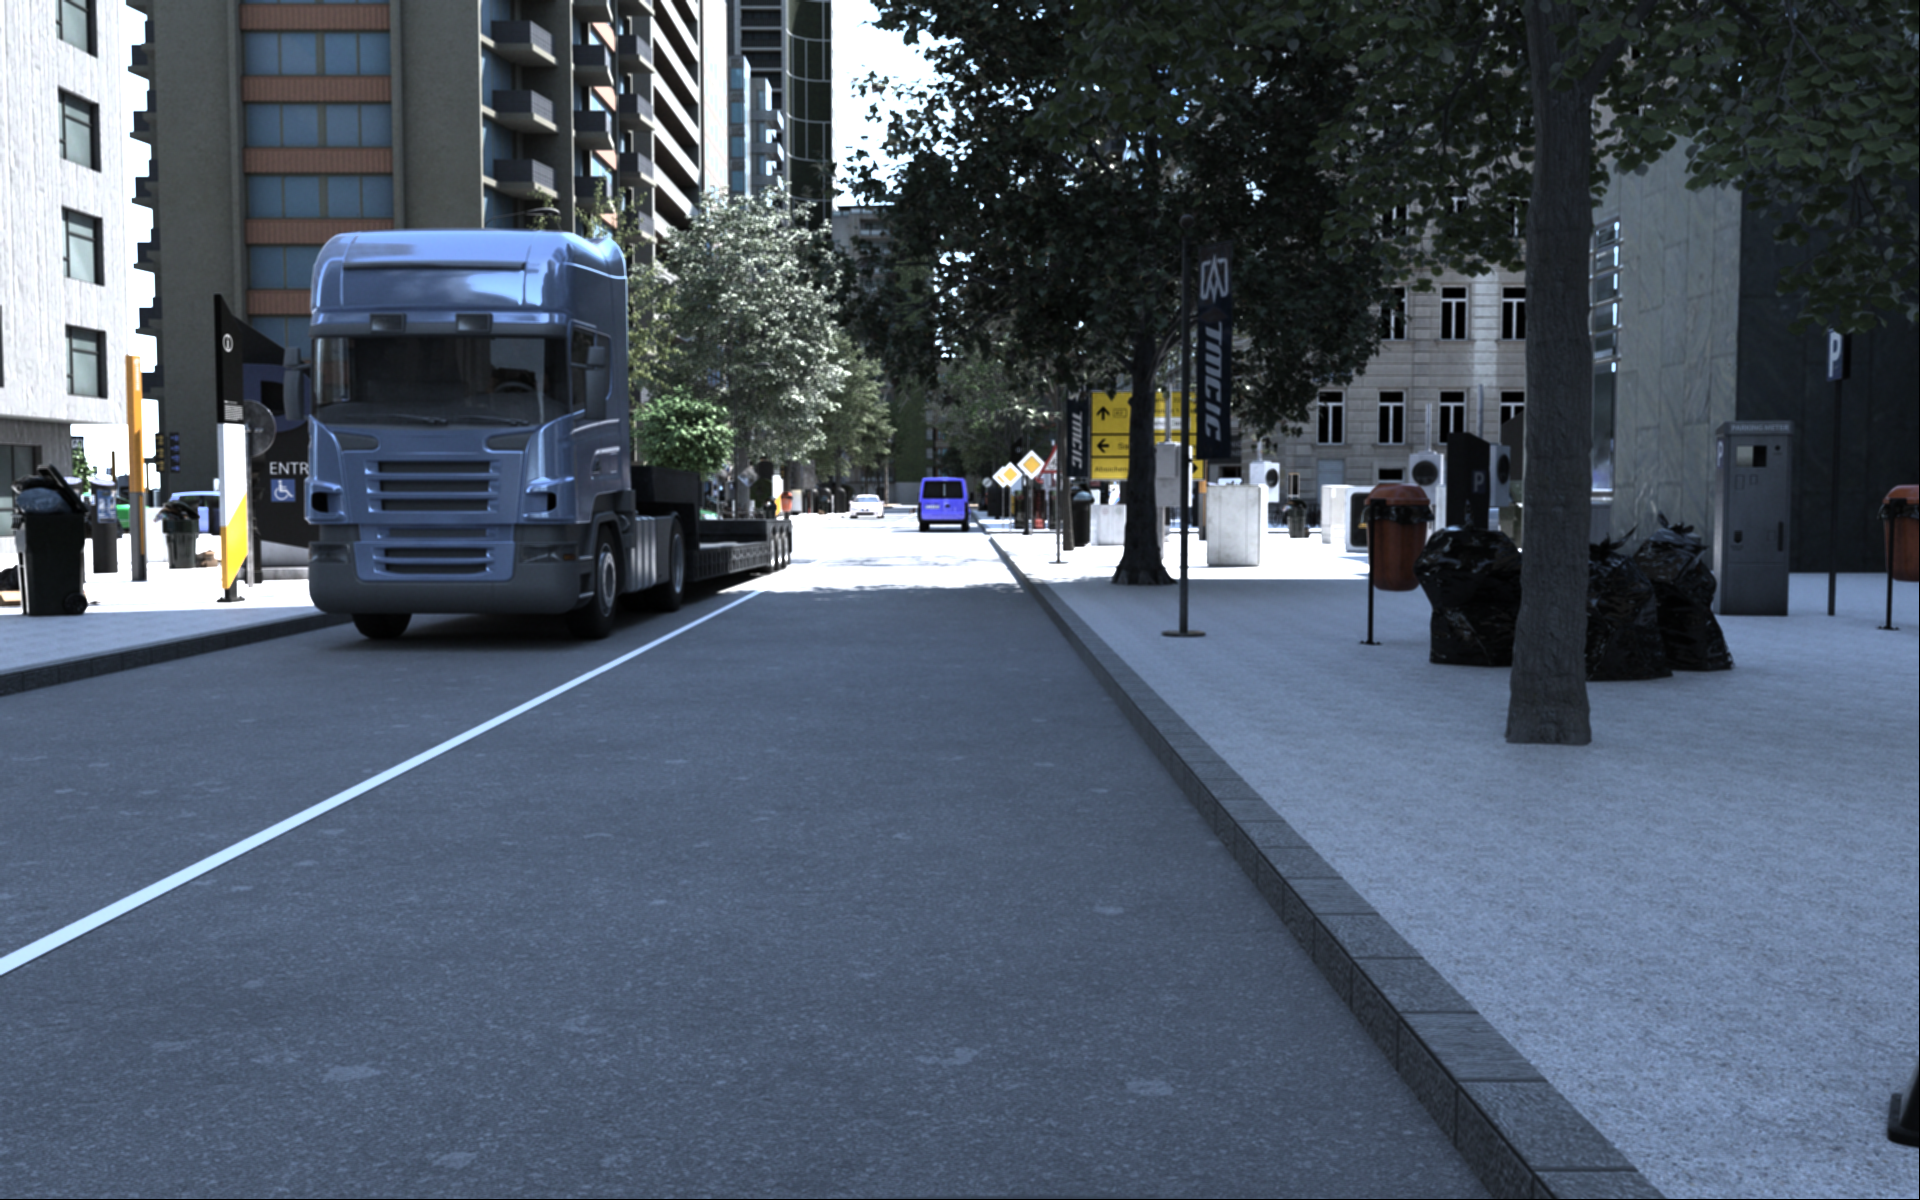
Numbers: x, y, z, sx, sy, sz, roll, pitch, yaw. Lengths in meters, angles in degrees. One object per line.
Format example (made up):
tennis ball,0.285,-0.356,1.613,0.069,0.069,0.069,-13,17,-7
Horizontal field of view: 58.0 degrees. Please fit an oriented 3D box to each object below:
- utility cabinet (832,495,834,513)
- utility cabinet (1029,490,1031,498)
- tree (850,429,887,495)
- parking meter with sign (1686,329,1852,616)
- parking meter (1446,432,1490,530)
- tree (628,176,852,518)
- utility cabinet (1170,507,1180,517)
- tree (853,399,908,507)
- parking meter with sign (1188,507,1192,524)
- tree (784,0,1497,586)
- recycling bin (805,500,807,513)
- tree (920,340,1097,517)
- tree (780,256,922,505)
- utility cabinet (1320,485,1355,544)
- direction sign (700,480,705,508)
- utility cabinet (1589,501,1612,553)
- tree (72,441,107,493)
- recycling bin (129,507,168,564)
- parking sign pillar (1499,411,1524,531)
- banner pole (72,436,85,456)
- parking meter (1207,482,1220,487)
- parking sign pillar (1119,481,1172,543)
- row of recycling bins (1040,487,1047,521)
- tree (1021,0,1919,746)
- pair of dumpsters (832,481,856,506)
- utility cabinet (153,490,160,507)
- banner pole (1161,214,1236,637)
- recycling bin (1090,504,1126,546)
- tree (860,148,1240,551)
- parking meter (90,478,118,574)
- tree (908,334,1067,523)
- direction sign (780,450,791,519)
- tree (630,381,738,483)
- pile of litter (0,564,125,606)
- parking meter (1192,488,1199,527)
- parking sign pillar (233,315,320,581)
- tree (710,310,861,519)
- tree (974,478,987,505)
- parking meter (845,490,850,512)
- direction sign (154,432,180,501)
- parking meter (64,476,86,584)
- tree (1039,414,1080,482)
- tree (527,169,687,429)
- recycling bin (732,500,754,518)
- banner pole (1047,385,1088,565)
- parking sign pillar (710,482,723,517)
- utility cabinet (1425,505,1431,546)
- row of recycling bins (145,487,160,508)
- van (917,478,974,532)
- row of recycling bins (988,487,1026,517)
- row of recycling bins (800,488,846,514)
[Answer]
utility cabinet,-8.517,-6.478,117.072,0.306,1.237,1.020,2,4,29
utility cabinet,4.144,-5.779,103.168,1.173,1.500,0.318,2,4,31
tree,-8.487,-13.380,169.119,4.360,8.622,3.978,0,3,0
parking meter with sign,8.398,-1.352,18.374,1.738,3.016,0.543,1,4,11
parking meter,4.858,-0.665,16.579,0.399,1.863,0.255,-3,4,-39
tree,-8.845,-9.954,69.399,9.857,13.997,8.962,0,3,0
utility cabinet,11.851,-5.252,97.026,1.020,1.237,0.306,0,4,1
tree,-8.441,-15.365,176.966,9.928,11.665,9.643,0,3,0
parking meter with sign,9.628,-4.750,73.921,0.543,3.016,1.738,0,4,1
tree,2.598,-6.562,24.299,9.611,12.733,9.660,0,3,0
recycling bin,-11.088,-6.687,121.881,0.722,1.027,0.722,-3,4,-37
tree,2.997,-11.311,95.301,12.009,13.543,11.850,0,3,0
tree,-7.944,-17.116,135.737,12.611,20.169,13.585,0,3,0
utility cabinet,9.704,-2.180,44.329,0.318,1.500,1.173,3,5,44
direction sign,-16.219,-7.161,109.075,0.379,3.537,0.876,1,4,17
utility cabinet,5.794,-0.312,16.271,0.306,1.237,1.020,3,5,40
tree,-32.130,-4.213,63.490,1.663,3.219,1.824,0,3,0
recycling bin,-15.033,-1.213,32.391,0.722,1.027,0.722,3,5,45
parking sign pillar,14.854,-3.484,45.438,1.447,3.967,1.447,1,4,11
banner pole,-33.292,-4.591,65.081,0.863,3.779,0.401,-1,4,-22
parking meter,5.450,-1.748,36.998,0.372,1.533,0.369,0,3,0
parking sign pillar,4.870,-3.491,45.549,1.447,3.967,1.447,-1,4,-17
row of recycling bins,5.123,-5.326,94.196,1.069,1.692,3.534,1,4,23
tree,2.867,-5.562,9.060,7.486,12.596,7.792,0,3,0
pair of dumpsters,-8.518,-7.591,126.602,1.574,2.255,4.437,0,3,0
utility cabinet,-45.374,-5.513,98.810,0.318,1.500,1.173,2,4,31
banner pole,2.151,-1.554,15.418,0.401,3.779,0.863,-2,4,-32
recycling bin,3.657,-1.851,42.814,0.722,1.027,0.722,-1,4,-13
tree,2.463,-6.393,38.938,8.767,10.594,7.601,0,4,1
parking meter,-13.824,-1.197,27.977,0.372,1.533,0.369,0,3,0
tree,2.656,-9.250,76.994,9.928,11.665,9.643,0,3,0
direction sign,-8.974,-5.943,89.164,0.876,3.537,0.379,3,5,44
tree,-8.173,-4.095,50.661,4.285,4.588,4.351,0,3,0
pile of litter,-10.769,-0.381,20.195,1.719,0.858,1.176,1,4,9
parking meter,9.271,-3.634,67.824,0.372,1.533,0.369,0,3,0
parking sign pillar,-10.272,-2.308,26.206,1.447,3.967,1.447,-2,4,-23
tree,-8.533,-9.177,84.464,8.767,10.594,7.601,0,4,1
tree,2.453,-12.857,204.809,1.663,3.219,1.824,0,3,0
parking meter,-7.851,-6.878,120.868,0.372,1.533,0.369,0,3,0
direction sign,-29.131,-4.386,63.713,0.876,3.537,0.379,0,4,-7
parking meter,-12.735,-1.001,24.773,0.372,1.533,0.369,0,3,0
tree,8.065,-11.066,131.295,4.737,8.622,4.395,0,3,0
tree,-8.555,-5.494,40.186,4.737,8.622,4.395,0,3,0
recycling bin,-9.036,-3.651,72.251,0.722,1.027,0.722,-2,4,-31
banner pole,2.005,-2.546,31.643,0.863,3.779,0.401,-2,4,-27
parking sign pillar,-13.122,-6.387,92.907,1.447,3.967,1.447,-1,4,-10
utility cabinet,10.953,-1.810,40.754,1.020,1.237,0.306,3,5,43
row of recycling bins,-61.992,-7.671,132.534,3.534,1.692,1.069,0,4,5
van,-0.583,-3.855,67.409,2.240,2.365,5.245,0,4,1
row of recycling bins,2.781,-5.682,100.009,1.069,1.692,3.534,2,4,33
row of recycling bins,-9.209,-6.521,113.725,3.534,1.692,1.069,1,4,8
